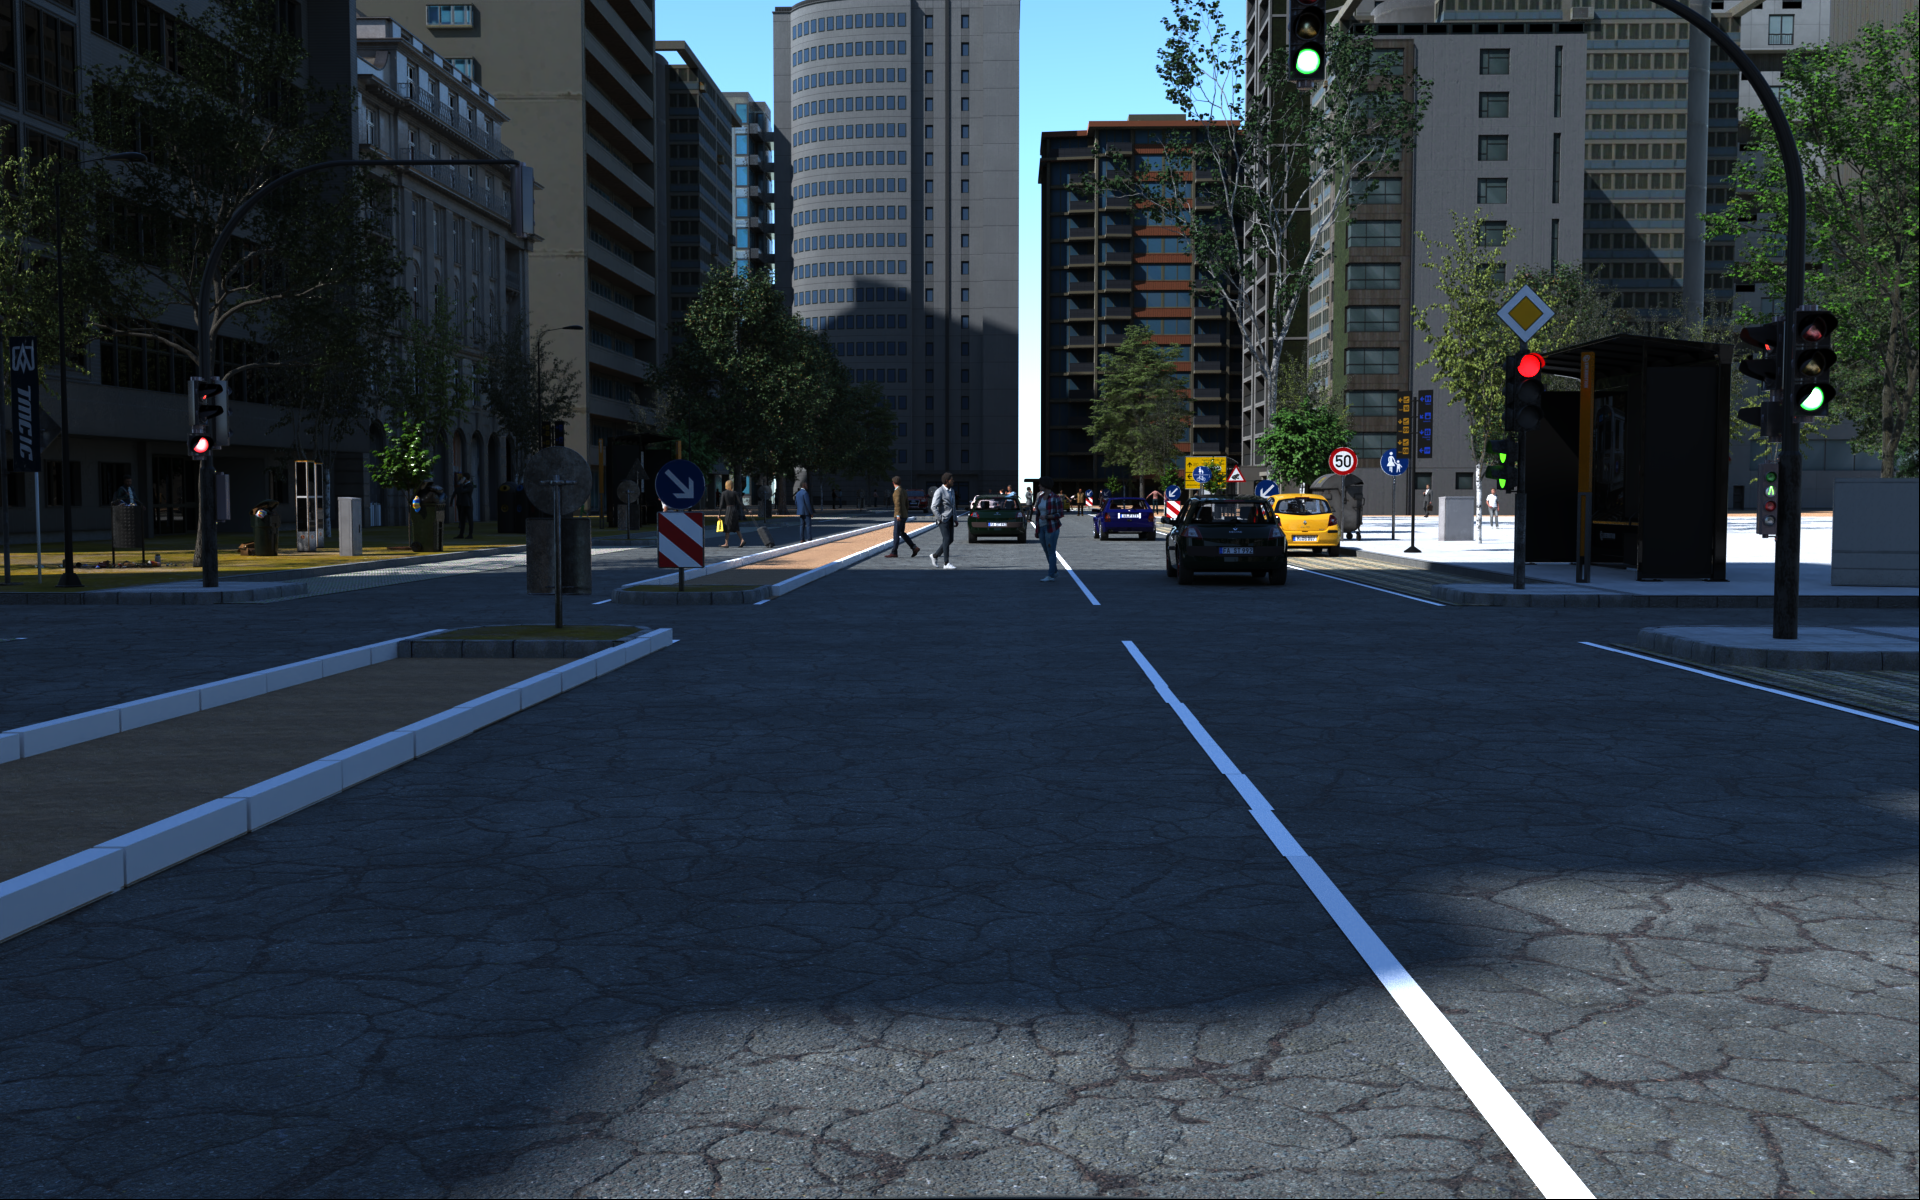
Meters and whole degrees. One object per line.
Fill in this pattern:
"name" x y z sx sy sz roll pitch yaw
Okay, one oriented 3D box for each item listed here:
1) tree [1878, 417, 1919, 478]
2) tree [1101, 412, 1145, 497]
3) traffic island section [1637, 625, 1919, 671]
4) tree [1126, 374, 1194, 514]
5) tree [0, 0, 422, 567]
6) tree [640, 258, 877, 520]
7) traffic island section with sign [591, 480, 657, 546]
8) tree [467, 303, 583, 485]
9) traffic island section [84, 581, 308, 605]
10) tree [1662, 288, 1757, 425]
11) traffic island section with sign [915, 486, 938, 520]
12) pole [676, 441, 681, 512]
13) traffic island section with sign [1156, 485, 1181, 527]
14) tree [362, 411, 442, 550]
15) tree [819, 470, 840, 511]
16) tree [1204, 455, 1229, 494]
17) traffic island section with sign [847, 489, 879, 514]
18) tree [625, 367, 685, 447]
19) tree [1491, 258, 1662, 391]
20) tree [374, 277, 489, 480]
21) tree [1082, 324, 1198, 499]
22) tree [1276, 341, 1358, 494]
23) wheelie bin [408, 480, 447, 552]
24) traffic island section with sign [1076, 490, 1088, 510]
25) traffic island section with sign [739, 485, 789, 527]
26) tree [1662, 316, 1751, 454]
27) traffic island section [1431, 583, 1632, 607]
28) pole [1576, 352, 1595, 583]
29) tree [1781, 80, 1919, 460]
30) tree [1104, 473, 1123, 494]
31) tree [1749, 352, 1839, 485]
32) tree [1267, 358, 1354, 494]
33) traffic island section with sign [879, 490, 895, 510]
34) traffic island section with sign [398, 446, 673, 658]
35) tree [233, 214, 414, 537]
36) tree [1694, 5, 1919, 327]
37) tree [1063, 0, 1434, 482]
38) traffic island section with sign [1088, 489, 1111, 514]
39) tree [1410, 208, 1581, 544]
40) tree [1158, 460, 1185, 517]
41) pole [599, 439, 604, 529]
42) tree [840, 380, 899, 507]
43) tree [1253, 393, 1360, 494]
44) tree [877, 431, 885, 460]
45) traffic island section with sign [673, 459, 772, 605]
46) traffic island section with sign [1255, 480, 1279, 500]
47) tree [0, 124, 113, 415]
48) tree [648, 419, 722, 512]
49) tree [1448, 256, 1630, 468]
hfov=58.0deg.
"tree" 59.439 -7.743 89.505 20.602 7.101 11.467 0 4 8
"tree" 13.791 -11.761 142.651 4.737 8.622 4.395 0 3 0
"traffic island section" 7.347 0.420 15.413 2.009 0.180 2.903 0 4 2
"tree" 12.298 -9.488 105.497 4.360 8.622 3.978 0 3 0
"tree" -13.039 -5.864 30.289 7.601 10.594 8.767 -1 4 -13
"tree" -10.787 -10.223 84.149 9.611 12.733 9.660 0 3 0
"traffic island section with sign" -9.341 -2.438 48.490 1.989 1.847 2.006 0 4 2
"tree" -17.066 -7.149 67.244 4.360 8.622 3.978 0 3 0
"traffic island section" -10.361 -0.099 23.905 2.009 0.180 2.903 0 4 2
"tree" 26.181 -6.782 61.245 4.360 8.622 3.978 0 3 0
"traffic island section with sign" -1.533 -5.526 98.481 2.006 1.907 1.989 0 4 2
"pole" -10.738 -4.422 66.143 0.158 3.312 0.155 0 3 0
"traffic island section with sign" 9.044 -4.055 74.928 1.989 1.847 2.006 0 4 2
"tree" -12.804 -2.791 40.227 1.663 3.219 1.824 0 3 0
"tree" -10.169 -10.967 129.673 4.737 8.622 4.395 0 3 0
"tree" 12.606 -5.569 85.658 1.663 3.219 1.824 0 3 0
"traffic island section with sign" -7.150 -7.155 125.614 1.989 1.847 2.006 0 4 2
"tree" -16.283 -8.899 95.867 4.360 8.622 3.978 0 3 0
"tree" 18.645 -6.307 53.489 4.360 8.622 3.978 0 3 0
"tree" -18.238 -6.669 59.406 4.737 8.622 4.395 0 3 0
"tree" 12.119 -12.125 116.378 7.486 12.596 7.792 0 3 0
"tree" 16.960 -8.183 84.147 4.360 8.622 3.978 0 3 0
"wheelie bin" -11.787 -1.867 38.433 0.693 1.594 0.980 0 4 2
"traffic island section with sign" 11.222 -8.796 152.444 1.989 1.847 2.006 0 4 2
"traffic island section with sign" -8.556 -4.119 75.970 1.989 1.847 2.006 0 4 2
"tree" 30.144 -7.449 72.155 4.737 8.622 4.395 0 3 0
"traffic island section" 7.573 -0.068 23.395 2.009 0.180 2.903 0 4 2
"pole" 9.018 -1.904 24.967 0.158 3.312 0.155 0 3 0
"tree" 28.426 -8.705 48.986 9.857 13.997 8.962 0 3 0
"tree" 14.124 -10.024 158.489 1.663 3.219 1.824 0 3 0
"tree" 37.072 -7.798 77.862 4.737 8.622 4.395 0 3 0
"tree" 18.248 -8.625 91.385 4.737 8.622 4.395 0 3 0
"traffic island section with sign" -6.383 -8.829 152.989 1.989 1.847 2.006 0 4 2
"traffic island section with sign" -3.866 -0.479 15.968 2.006 1.907 1.989 0 4 2
"tree" -16.650 -5.759 44.524 4.360 8.622 3.978 0 3 0
"tree" 19.651 -6.749 36.096 9.928 11.665 9.643 0 3 0
"tree" 10.756 -12.895 66.716 12.611 20.169 13.585 0 3 0
"traffic island section with sign" 10.468 -7.148 125.499 1.989 1.847 2.006 0 4 2
"tree" 13.439 -5.750 44.372 4.737 8.622 4.395 0 3 0
"tree" 11.952 -6.263 97.005 1.663 3.219 1.824 0 3 0
"pole" -13.200 -4.275 63.744 0.158 3.312 0.155 0 3 0
"tree" -9.333 -15.515 171.789 7.486 12.596 7.792 0 3 0
"tree" 11.349 -4.470 56.804 4.285 4.588 4.351 0 3 0
"tree" -10.835 -11.559 105.995 9.611 12.733 9.660 0 3 0
"traffic island section with sign" -3.647 -0.932 23.372 2.006 1.907 1.989 0 4 2
"traffic island section with sign" 8.282 -2.407 47.984 1.989 1.847 2.006 0 4 2
"tree" -19.730 -5.196 35.314 4.737 8.622 4.395 0 3 0
"tree" -12.045 -5.607 75.395 4.285 4.588 4.351 0 3 0
"tree" 28.661 -10.220 84.105 9.611 12.733 9.660 0 3 0
